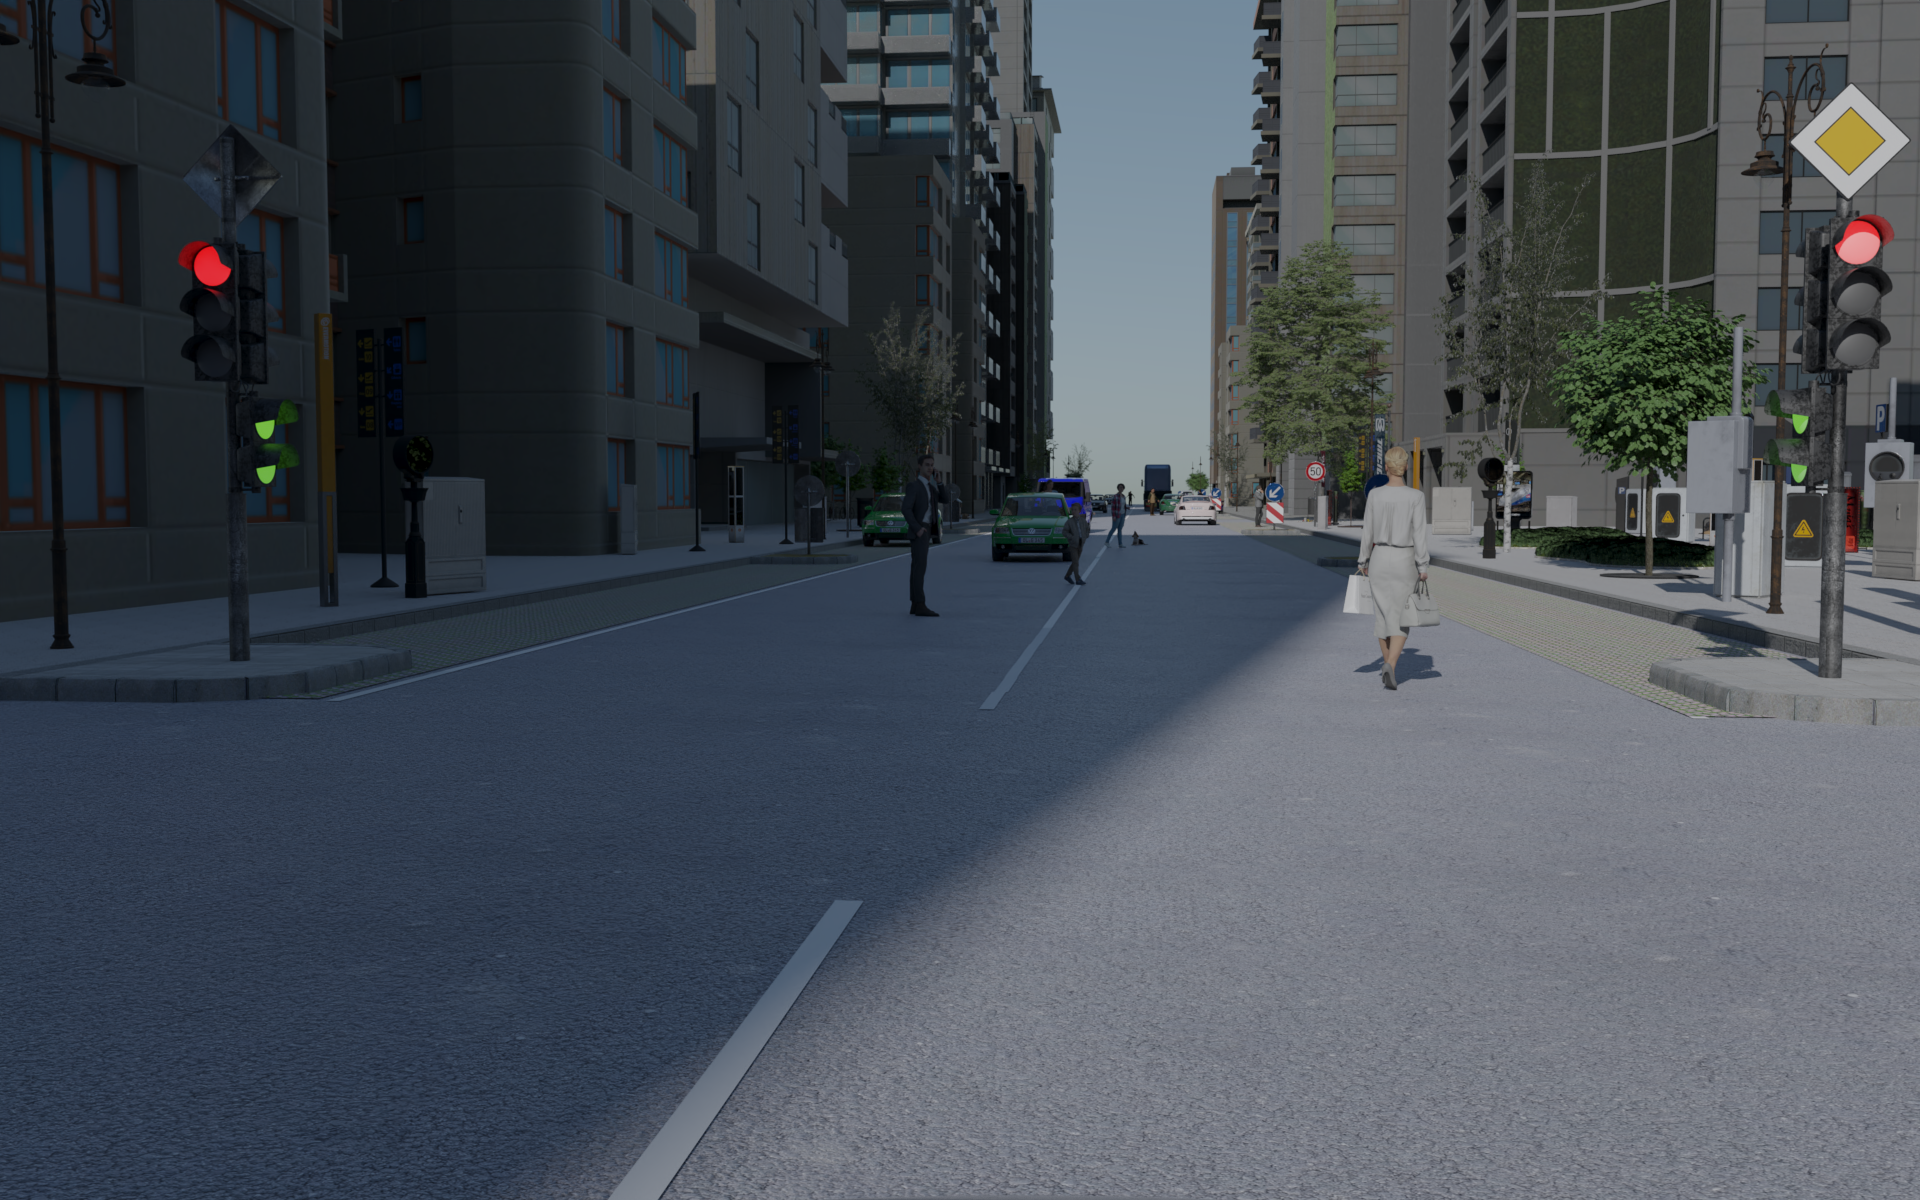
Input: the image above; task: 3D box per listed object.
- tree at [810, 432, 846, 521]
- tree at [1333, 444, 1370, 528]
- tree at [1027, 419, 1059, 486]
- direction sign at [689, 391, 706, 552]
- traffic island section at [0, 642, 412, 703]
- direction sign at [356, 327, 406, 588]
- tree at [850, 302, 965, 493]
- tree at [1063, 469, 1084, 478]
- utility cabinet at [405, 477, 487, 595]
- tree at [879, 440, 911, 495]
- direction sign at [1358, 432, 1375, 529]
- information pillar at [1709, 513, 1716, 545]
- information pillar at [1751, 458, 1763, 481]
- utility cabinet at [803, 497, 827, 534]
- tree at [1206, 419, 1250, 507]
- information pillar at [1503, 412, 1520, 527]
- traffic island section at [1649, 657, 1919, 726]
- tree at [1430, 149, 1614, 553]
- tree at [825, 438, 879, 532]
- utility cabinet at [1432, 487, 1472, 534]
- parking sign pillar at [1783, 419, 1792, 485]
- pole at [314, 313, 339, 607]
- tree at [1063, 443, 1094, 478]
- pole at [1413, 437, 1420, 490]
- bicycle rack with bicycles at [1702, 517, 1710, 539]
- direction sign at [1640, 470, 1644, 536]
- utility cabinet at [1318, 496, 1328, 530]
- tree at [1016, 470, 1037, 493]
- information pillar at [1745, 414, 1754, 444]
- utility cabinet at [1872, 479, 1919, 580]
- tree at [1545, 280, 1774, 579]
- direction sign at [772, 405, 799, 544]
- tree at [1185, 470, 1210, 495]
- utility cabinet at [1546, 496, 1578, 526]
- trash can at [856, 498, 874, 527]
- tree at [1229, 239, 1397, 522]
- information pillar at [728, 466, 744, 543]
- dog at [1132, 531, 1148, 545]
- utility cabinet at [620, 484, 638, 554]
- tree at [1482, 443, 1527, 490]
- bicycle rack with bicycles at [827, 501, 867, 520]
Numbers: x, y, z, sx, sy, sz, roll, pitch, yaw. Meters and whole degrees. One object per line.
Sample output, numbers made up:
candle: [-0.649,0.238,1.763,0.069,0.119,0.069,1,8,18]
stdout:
tree: [-6.790,-6.021,82.155,4.285,4.588,4.351,0,3,0]
tree: [14.995,-4.392,66.404,1.663,3.219,1.824,0,3,0]
tree: [7.361,-13.128,165.012,4.737,8.622,4.395,0,3,0]
direction sign: [-5.885,-2.857,38.704,0.379,3.537,0.876,-1,4,-16]
traffic island section: [-5.567,0.546,13.356,2.009,0.180,2.903,0,4,6]
direction sign: [-7.931,-1.943,23.767,0.876,3.537,0.379,2,4,28]
tree: [-2.114,-7.151,67.287,4.360,8.622,3.978,0,3,0]
tree: [14.870,-14.881,227.010,4.285,4.588,4.351,0,3,0]
utility cabinet: [-6.581,-0.829,22.231,0.318,1.500,1.173,2,4,24]
tree: [-2.725,-4.134,62.196,1.663,3.219,1.824,0,3,0]
direction sign: [14.951,-4.382,63.649,0.379,3.537,0.876,-2,4,-32]
information pillar: [17.071,-2.105,38.910,0.304,2.012,0.304,-3,5,-42]
information pillar: [16.373,-1.919,35.874,0.304,2.012,0.304,-2,4,-29]
utility cabinet: [-4.658,-2.718,55.603,0.306,1.237,1.020,2,4,27]
tree: [26.375,-13.461,170.450,4.360,8.622,3.978,0,3,0]
information pillar: [15.706,-3.546,49.332,0.183,3.616,0.504,-2,4,-31]
traffic island section: [6.108,0.622,12.116,2.009,0.180,2.903,0,4,6]
tree: [12.119,-5.361,38.020,4.360,8.622,3.978,0,3,0]
tree: [-3.891,-3.977,59.619,1.663,3.219,1.824,0,3,0]
utility cabinet: [15.489,-2.804,54.523,1.173,1.500,0.318,1,4,21]
parking sign pillar: [29.491,-4.421,60.753,1.447,3.967,1.447,0,4,6]
pole: [-7.198,-1.579,19.665,0.158,3.312,0.155,0,3,0]
tree: [16.862,-18.114,246.520,4.360,8.622,3.978,0,3,0]
pole: [16.458,-4.198,62.477,0.158,3.312,0.155,0,3,0]
bicycle rack with bicycles: [22.606,-2.178,48.990,2.925,0.926,2.852,-2,4,-24]
direction sign: [18.938,-3.428,48.052,0.379,3.537,0.876,3,4,36]
utility cabinet: [13.151,-3.158,62.787,0.306,1.237,1.020,1,4,17]
tree: [5.196,-8.673,136.409,1.663,3.219,1.824,0,3,0]
information pillar: [19.739,-3.189,43.496,0.183,3.616,0.504,0,4,-4]
utility cabinet: [14.114,-1.053,25.904,0.318,1.500,1.173,0,4,-1]
tree: [10.750,-2.629,26.705,4.285,4.588,4.351,0,3,0]
direction sign: [-4.448,-3.196,44.246,0.876,3.537,0.379,2,4,35]
tree: [31.099,-14.844,226.407,4.285,4.588,4.351,0,3,0]
utility cabinet: [20.049,-2.847,57.712,0.306,1.237,1.020,-2,4,-34]
trash can: [-3.663,-3.369,66.729,0.748,1.137,0.748,0,3,0]
tree: [15.881,-9.776,77.969,7.486,12.596,7.792,0,3,0]
information pillar: [-5.888,-2.512,45.558,0.304,2.012,0.304,-3,5,-44]
dog: [5.057,-1.734,48.543,0.748,0.427,0.550,-1,4,-20]
utility cabinet: [-7.056,-1.732,36.999,0.318,1.500,1.173,0,4,-8]
tree: [17.940,-3.767,56.196,1.663,3.219,1.824,0,3,0]
bicycle rack with bicycles: [-5.451,-4.558,87.903,2.852,0.926,2.925,-1,4,-8]
